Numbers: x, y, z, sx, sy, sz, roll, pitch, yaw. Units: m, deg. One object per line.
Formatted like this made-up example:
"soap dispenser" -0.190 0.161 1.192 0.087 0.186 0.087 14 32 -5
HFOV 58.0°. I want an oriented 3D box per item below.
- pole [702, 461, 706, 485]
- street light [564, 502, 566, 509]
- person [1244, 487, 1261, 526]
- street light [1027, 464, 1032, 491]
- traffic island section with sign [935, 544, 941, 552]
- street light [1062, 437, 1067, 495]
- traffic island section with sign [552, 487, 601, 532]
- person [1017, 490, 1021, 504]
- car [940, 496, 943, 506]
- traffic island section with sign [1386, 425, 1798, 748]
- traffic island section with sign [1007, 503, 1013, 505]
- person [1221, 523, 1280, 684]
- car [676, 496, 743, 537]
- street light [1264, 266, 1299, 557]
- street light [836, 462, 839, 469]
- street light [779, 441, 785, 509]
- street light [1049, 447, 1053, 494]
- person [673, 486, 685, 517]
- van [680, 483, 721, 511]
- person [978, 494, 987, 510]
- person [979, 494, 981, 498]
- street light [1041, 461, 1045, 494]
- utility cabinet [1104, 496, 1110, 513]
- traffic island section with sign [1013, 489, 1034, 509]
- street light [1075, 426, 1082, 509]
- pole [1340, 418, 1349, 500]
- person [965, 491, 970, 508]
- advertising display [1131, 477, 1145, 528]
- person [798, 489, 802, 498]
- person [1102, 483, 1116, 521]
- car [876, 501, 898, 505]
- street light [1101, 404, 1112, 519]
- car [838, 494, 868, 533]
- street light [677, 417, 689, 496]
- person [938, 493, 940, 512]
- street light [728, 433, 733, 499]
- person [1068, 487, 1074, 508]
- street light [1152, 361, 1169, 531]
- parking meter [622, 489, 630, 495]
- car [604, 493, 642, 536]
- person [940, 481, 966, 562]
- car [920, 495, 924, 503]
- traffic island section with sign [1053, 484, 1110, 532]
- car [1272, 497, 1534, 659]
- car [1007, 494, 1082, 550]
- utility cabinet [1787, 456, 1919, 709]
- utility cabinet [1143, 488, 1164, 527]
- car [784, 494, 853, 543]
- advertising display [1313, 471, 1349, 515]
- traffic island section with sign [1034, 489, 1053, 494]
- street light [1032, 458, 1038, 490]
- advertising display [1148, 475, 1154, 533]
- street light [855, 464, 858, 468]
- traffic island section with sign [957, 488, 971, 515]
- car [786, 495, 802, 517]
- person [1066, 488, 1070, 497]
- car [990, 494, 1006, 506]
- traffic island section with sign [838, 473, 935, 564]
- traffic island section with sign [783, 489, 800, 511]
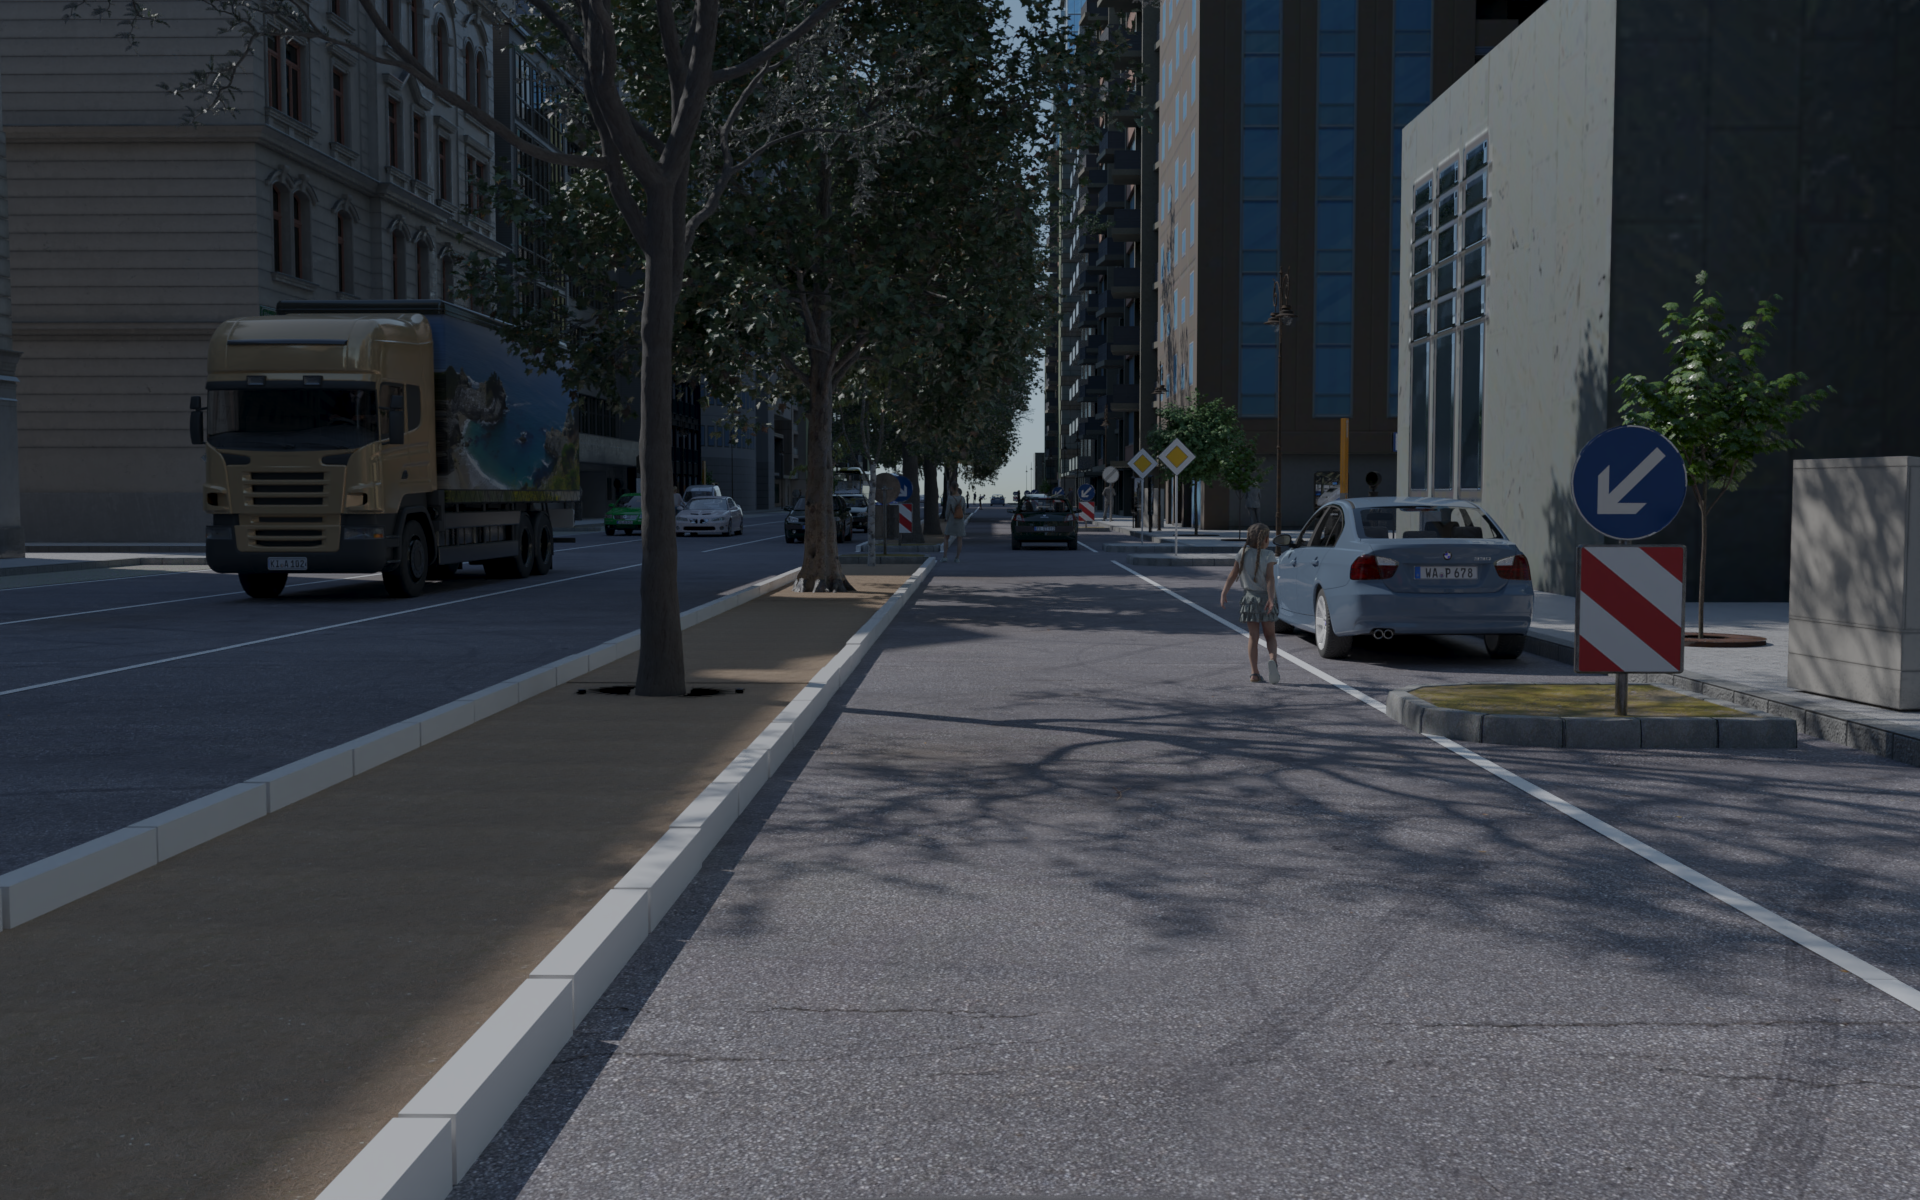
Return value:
"pole" -15.778 -6.908 106.791 0.158 3.312 0.155 0 3 0
"street light" -16.801 -6.162 73.535 0.468 5.910 1.993 0 4 1
"person" 9.476 -3.049 56.084 0.537 1.800 0.526 1 4 13
"street light" 10.240 -16.890 248.935 0.468 5.910 1.993 0 4 1
"traffic island section with sign" -1.475 -2.165 43.541 2.006 1.907 1.989 0 4 1
"street light" 8.302 -10.062 137.303 0.468 5.910 1.993 0 4 1
"traffic island section with sign" -14.920 -3.546 66.606 1.989 1.847 2.006 0 4 1
"person" 5.440 -9.209 159.203 0.705 1.807 1.348 0 4 -2
"car" -1.374 -11.943 207.058 2.131 1.459 4.920 0 4 1
"traffic island section with sign" 3.746 -0.128 10.720 1.989 1.847 2.006 0 4 1
"traffic island section with sign" 7.462 -13.317 226.354 1.989 1.847 2.006 0 4 1
"person" 2.207 0.023 13.144 0.505 1.210 0.382 2 4 25
"car" -8.607 -2.891 59.632 2.083 1.381 4.827 0 4 1
"street light" 6.515 -3.822 35.279 0.468 5.910 1.993 0 4 1
"street light" -14.473 -14.202 204.989 0.468 5.910 1.993 0 4 1
"street light" -15.438 -10.844 150.090 0.468 5.910 1.993 0 4 1
"street light" 8.696 -11.812 165.915 0.468 5.910 1.993 0 4 1
"person" -11.305 -3.700 69.667 0.731 1.740 0.598 -2 4 -29
"van" -11.745 -4.370 78.457 2.013 2.044 4.112 0 4 -1
"person" 2.038 -8.918 157.496 0.628 1.438 0.799 1 4 22
"person" 2.449 -12.109 209.748 0.557 1.426 1.065 -3 5 -45
"street light" 9.310 -13.562 194.524 0.468 5.910 1.993 0 4 1
"utility cabinet" 9.918 -6.377 115.426 0.306 1.237 1.020 -1 4 -21
"traffic island section with sign" 6.488 -9.882 170.194 1.989 1.847 2.006 0 4 1
"street light" 7.985 -8.858 117.610 0.468 5.910 1.993 0 4 1
"pole" 10.349 -3.231 46.668 0.158 3.312 0.155 0 3 0
"person" 0.684 -9.982 172.420 0.721 1.735 1.217 -2 4 -27
"advertising display" 6.704 -3.671 65.230 0.123 1.923 0.974 2 4 30
"person" -15.027 -9.479 161.538 0.721 1.766 1.217 0 4 -1
"person" 7.036 -4.652 81.913 0.655 1.846 0.447 1 4 14
"car" -5.832 -8.001 140.412 1.945 1.707 3.694 0 4 3
"street light" 7.495 -7.108 88.999 0.468 5.910 1.993 0 4 1
"car" -4.166 -3.383 65.104 2.009 1.686 4.222 0 4 -1
"street light" -16.324 -7.912 102.146 0.468 5.910 1.993 0 4 1
"person" -1.700 -7.208 127.020 0.621 1.740 0.551 -1 4 -19
"street light" -15.976 -9.094 121.480 0.468 5.910 1.993 0 4 1
"person" 7.999 -7.259 125.284 0.434 1.755 0.990 1 4 10
"street light" 6.966 -5.358 60.389 0.468 5.910 1.993 0 4 1
"parking meter" -16.347 -4.667 84.719 0.372 1.533 0.369 0 3 0
"car" -11.276 -3.201 61.130 1.959 1.807 4.718 0 4 3
"person" -0.104 -1.641 36.342 0.512 1.701 0.522 -2 4 -29
"car" -5.199 -14.292 246.037 2.083 1.381 4.827 0 4 1
"traffic island section with sign" 4.713 -3.550 66.678 1.989 1.847 2.006 0 4 1
"car" 4.037 -0.267 16.365 2.014 1.417 4.499 0 4 1
"car" 2.230 -2.196 45.689 2.009 1.686 4.222 0 4 3
"utility cabinet" 5.612 -0.124 10.705 0.318 1.500 1.173 0 4 -5
"utility cabinet" 7.402 -3.528 66.357 0.318 1.500 1.173 -2 4 -24
"car" -4.205 -2.569 51.785 2.009 1.686 4.222 0 4 2
"advertising display" 10.474 -2.671 48.892 0.974 1.923 0.123 0 4 -1
"traffic island section with sign" 5.180 -5.199 93.629 1.989 1.847 2.006 0 4 1
"street light" 9.696 -15.125 220.083 0.468 5.910 1.993 0 4 1
"advertising display" 6.409 -3.240 58.191 0.123 1.923 0.974 1 4 11
"street light" -13.998 -15.961 233.746 0.468 5.910 1.993 0 4 1
"traffic island section with sign" -0.190 -6.760 118.669 2.006 1.907 1.989 0 4 1
"car" -4.798 -2.959 58.171 2.009 1.686 4.222 0 4 1
"person" 8.005 -7.374 127.320 0.721 1.735 1.217 -1 4 -22
"car" 4.511 -11.954 207.454 2.014 1.417 4.499 0 4 2
"traffic island section with sign" -1.612 -1.712 36.135 2.006 1.907 1.989 0 4 1
"traffic island section with sign" -13.583 -8.267 143.800 1.989 1.847 2.006 0 4 1
